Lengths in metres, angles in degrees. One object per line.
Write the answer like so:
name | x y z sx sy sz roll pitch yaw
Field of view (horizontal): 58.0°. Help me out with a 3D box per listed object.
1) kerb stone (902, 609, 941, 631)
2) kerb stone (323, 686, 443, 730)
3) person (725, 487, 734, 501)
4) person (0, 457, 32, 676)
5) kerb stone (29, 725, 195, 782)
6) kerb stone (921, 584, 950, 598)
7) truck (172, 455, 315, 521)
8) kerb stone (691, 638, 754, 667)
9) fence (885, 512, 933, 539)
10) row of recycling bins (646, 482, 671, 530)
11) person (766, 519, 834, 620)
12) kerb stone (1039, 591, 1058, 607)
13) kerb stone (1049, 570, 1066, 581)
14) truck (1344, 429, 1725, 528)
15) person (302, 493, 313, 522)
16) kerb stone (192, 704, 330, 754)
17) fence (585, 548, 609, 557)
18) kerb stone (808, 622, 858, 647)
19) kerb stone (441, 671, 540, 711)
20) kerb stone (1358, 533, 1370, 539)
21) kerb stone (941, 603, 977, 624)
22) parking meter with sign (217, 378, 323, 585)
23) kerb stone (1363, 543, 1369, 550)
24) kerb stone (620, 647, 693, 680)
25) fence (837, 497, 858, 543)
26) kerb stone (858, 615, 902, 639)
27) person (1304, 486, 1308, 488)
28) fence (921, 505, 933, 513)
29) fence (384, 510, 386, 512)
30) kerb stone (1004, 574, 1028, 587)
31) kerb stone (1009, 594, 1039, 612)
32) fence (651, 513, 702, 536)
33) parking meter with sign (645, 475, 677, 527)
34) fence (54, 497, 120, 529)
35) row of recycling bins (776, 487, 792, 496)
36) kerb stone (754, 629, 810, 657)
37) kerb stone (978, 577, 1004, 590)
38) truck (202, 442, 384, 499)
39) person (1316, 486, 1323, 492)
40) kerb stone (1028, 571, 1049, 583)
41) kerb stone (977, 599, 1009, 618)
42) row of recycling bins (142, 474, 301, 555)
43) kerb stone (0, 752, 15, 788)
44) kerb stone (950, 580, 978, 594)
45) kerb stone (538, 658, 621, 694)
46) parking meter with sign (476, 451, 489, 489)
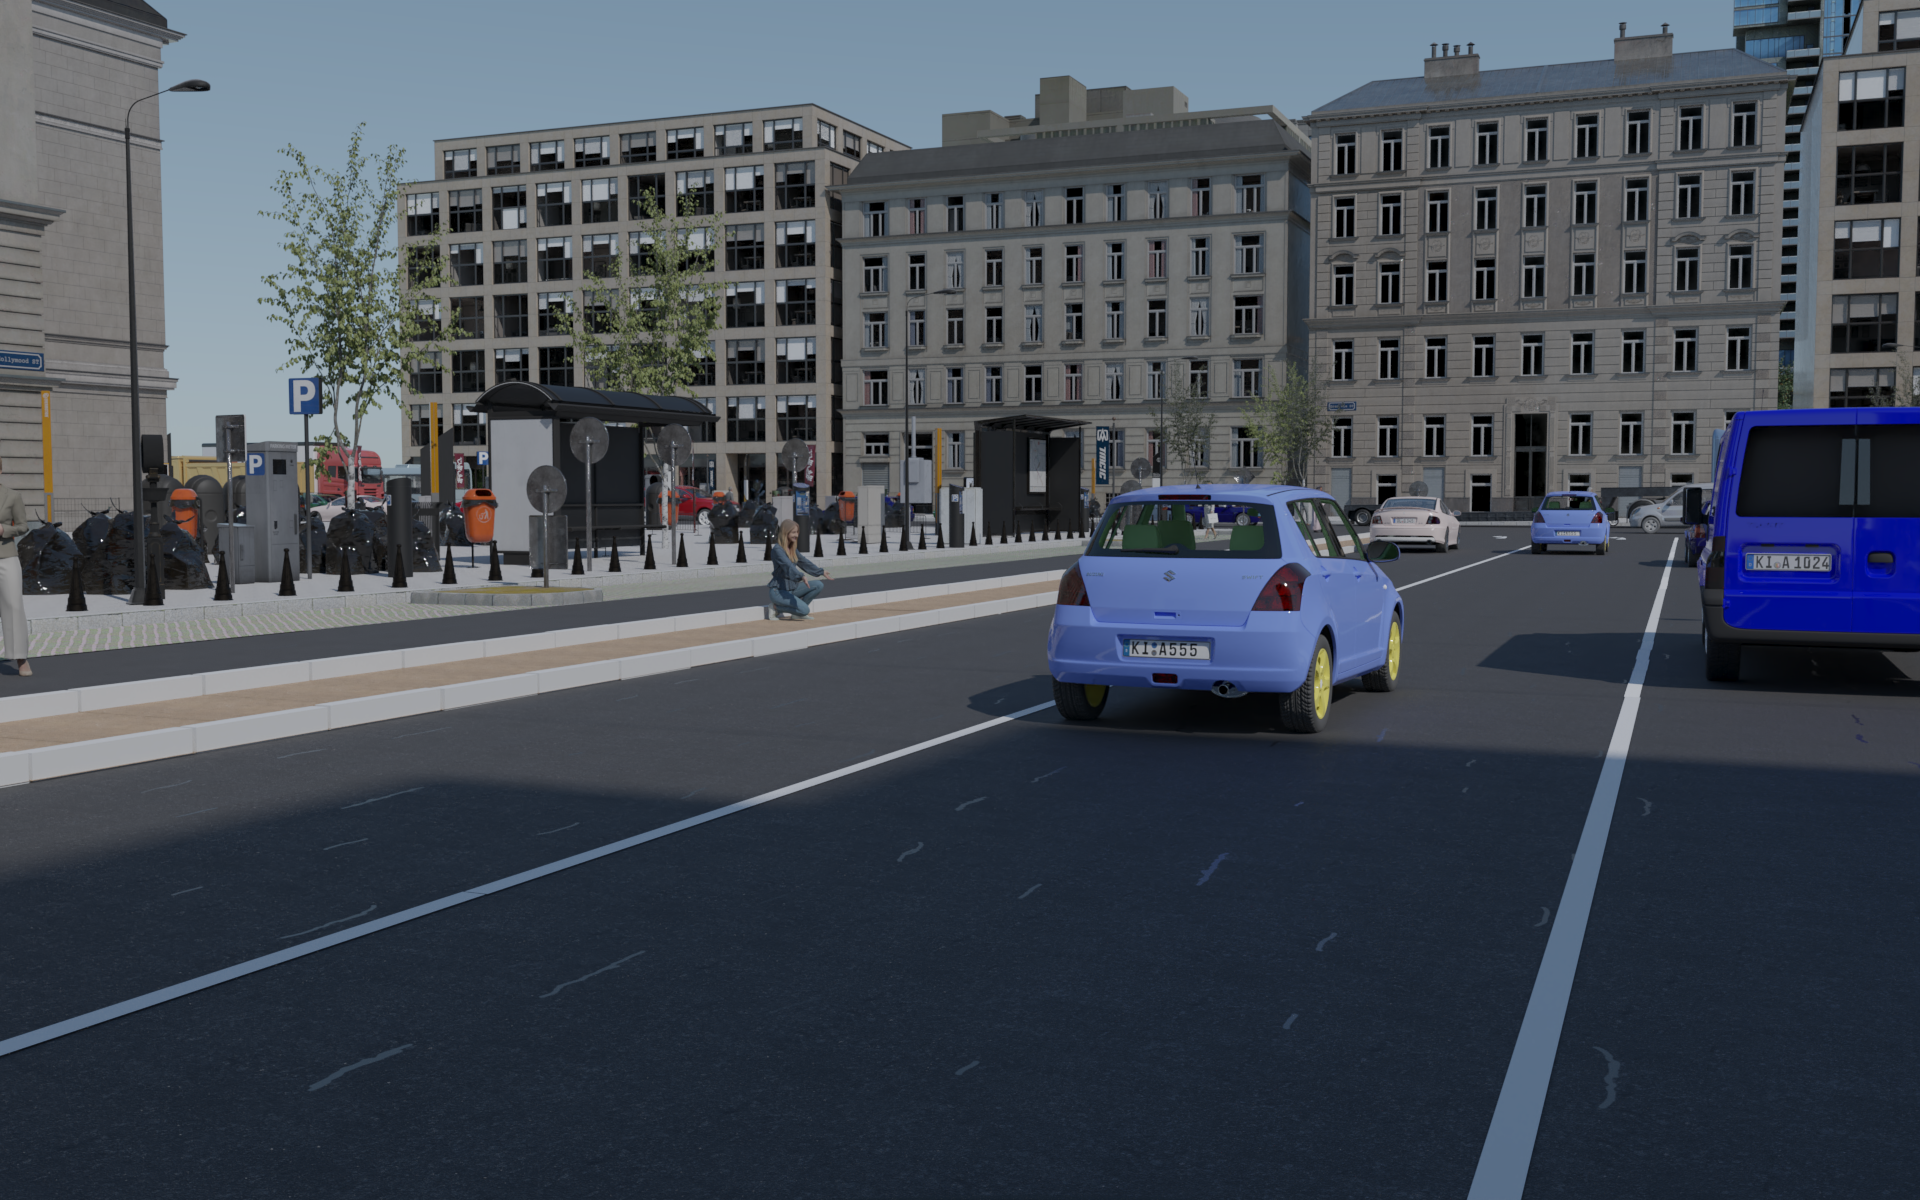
kerb stone | -0.485 0.224 18.561 0.120 0.150 1.000 1 4 23
kerb stone | -3.678 0.685 10.988 0.120 0.150 1.000 1 4 23
person | -10.522 -4.325 79.609 0.661 1.777 0.834 3 4 39
person | -7.577 -0.275 13.550 0.519 1.759 0.362 -1 4 -17
kerb stone | -4.473 0.807 9.094 0.120 0.150 1.000 1 4 23
kerb stone | -0.425 -0.116 24.140 0.120 0.150 1.000 1 4 23
truck | -37.164 -5.591 87.335 9.791 3.379 3.469 1 4 23
kerb stone | -2.080 0.454 14.776 0.120 0.150 1.000 1 4 23
fence | -1.582 -2.137 50.315 0.278 0.683 2.069 -3 4 -38
row of recycling bins | -11.944 -3.300 61.064 3.534 1.692 1.069 -1 4 -23
person | -1.787 -0.345 19.633 0.738 1.151 1.012 2 4 24
kerb stone | 1.118 -0.010 22.361 0.120 0.150 1.000 1 4 23
kerb stone | 1.581 -0.408 28.867 0.120 0.150 1.000 1 4 23
truck | 26.176 -5.187 74.562 18.799 4.110 2.967 2 4 24
person | -33.513 -4.896 88.528 0.713 1.824 0.794 1 4 18
kerb stone | -4.073 0.749 10.037 0.120 0.150 1.000 1 4 23
fence | -8.287 -1.240 35.643 2.069 0.683 0.278 0 4 -2
kerb stone | -1.285 0.338 16.673 0.120 0.150 1.000 1 4 23
kerb stone | -3.268 0.632 11.937 0.120 0.150 1.000 1 4 23
kerb stone | 13.143 -2.086 56.348 0.120 0.150 1.000 1 4 23
kerb stone | -0.088 0.164 19.508 0.120 0.150 1.000 1 4 23
parking meter with sign | -10.071 -1.774 25.270 0.543 3.016 1.738 1 4 18
kerb stone | 10.685 -1.401 45.106 0.120 0.150 1.000 1 4 23
kerb stone | -2.469 0.512 13.827 0.120 0.150 1.000 1 4 23
fence | -2.915 -2.176 46.782 0.480 1.192 2.264 -1 4 -14
kerb stone | -0.882 0.280 17.616 0.120 0.150 1.000 1 4 23
person | 15.714 -4.303 79.028 0.511 1.800 0.466 0 4 7
fence | -1.530 -4.843 94.558 2.069 0.683 0.278 -2 4 -31
fence | -38.239 -6.229 117.217 2.069 0.683 0.278 1 4 22
kerb stone | 0.786 -0.289 26.977 0.120 0.150 1.000 1 4 23
kerb stone | 0.713 0.050 21.408 0.120 0.150 1.000 1 4 23
fence | -8.893 -2.364 54.031 2.069 0.683 0.278 2 4 35
parking meter with sign | -12.016 -4.396 68.127 1.738 3.016 0.543 0 4 0
fence | -23.239 -2.097 45.497 2.264 1.192 0.480 -2 4 -28
row of recycling bins | -9.874 -5.515 97.278 1.069 1.692 3.534 0 4 -6
kerb stone | -1.672 0.396 15.716 0.120 0.150 1.000 1 4 23
kerb stone | 0.378 -0.231 26.032 0.120 0.150 1.000 1 4 23
truck | -36.109 -6.458 94.500 11.283 4.237 2.839 1 4 22
person | 13.357 -3.380 64.425 0.621 1.740 0.551 2 4 29
kerb stone | 1.174 -0.350 27.926 0.120 0.150 1.000 1 4 23
kerb stone | 0.312 0.107 20.454 0.120 0.150 1.000 1 4 23
row of recycling bins | -15.817 -1.841 37.216 1.069 1.692 3.534 3 4 36
kerb stone | -4.865 0.859 8.146 0.120 0.150 1.000 1 4 23
kerb stone | -0.015 -0.172 25.083 0.120 0.150 1.000 1 4 23
kerb stone | -2.873 0.570 12.884 0.120 0.150 1.000 1 4 23
parking meter with sign | -18.907 -4.522 70.199 0.543 3.016 1.738 -3 5 -44
